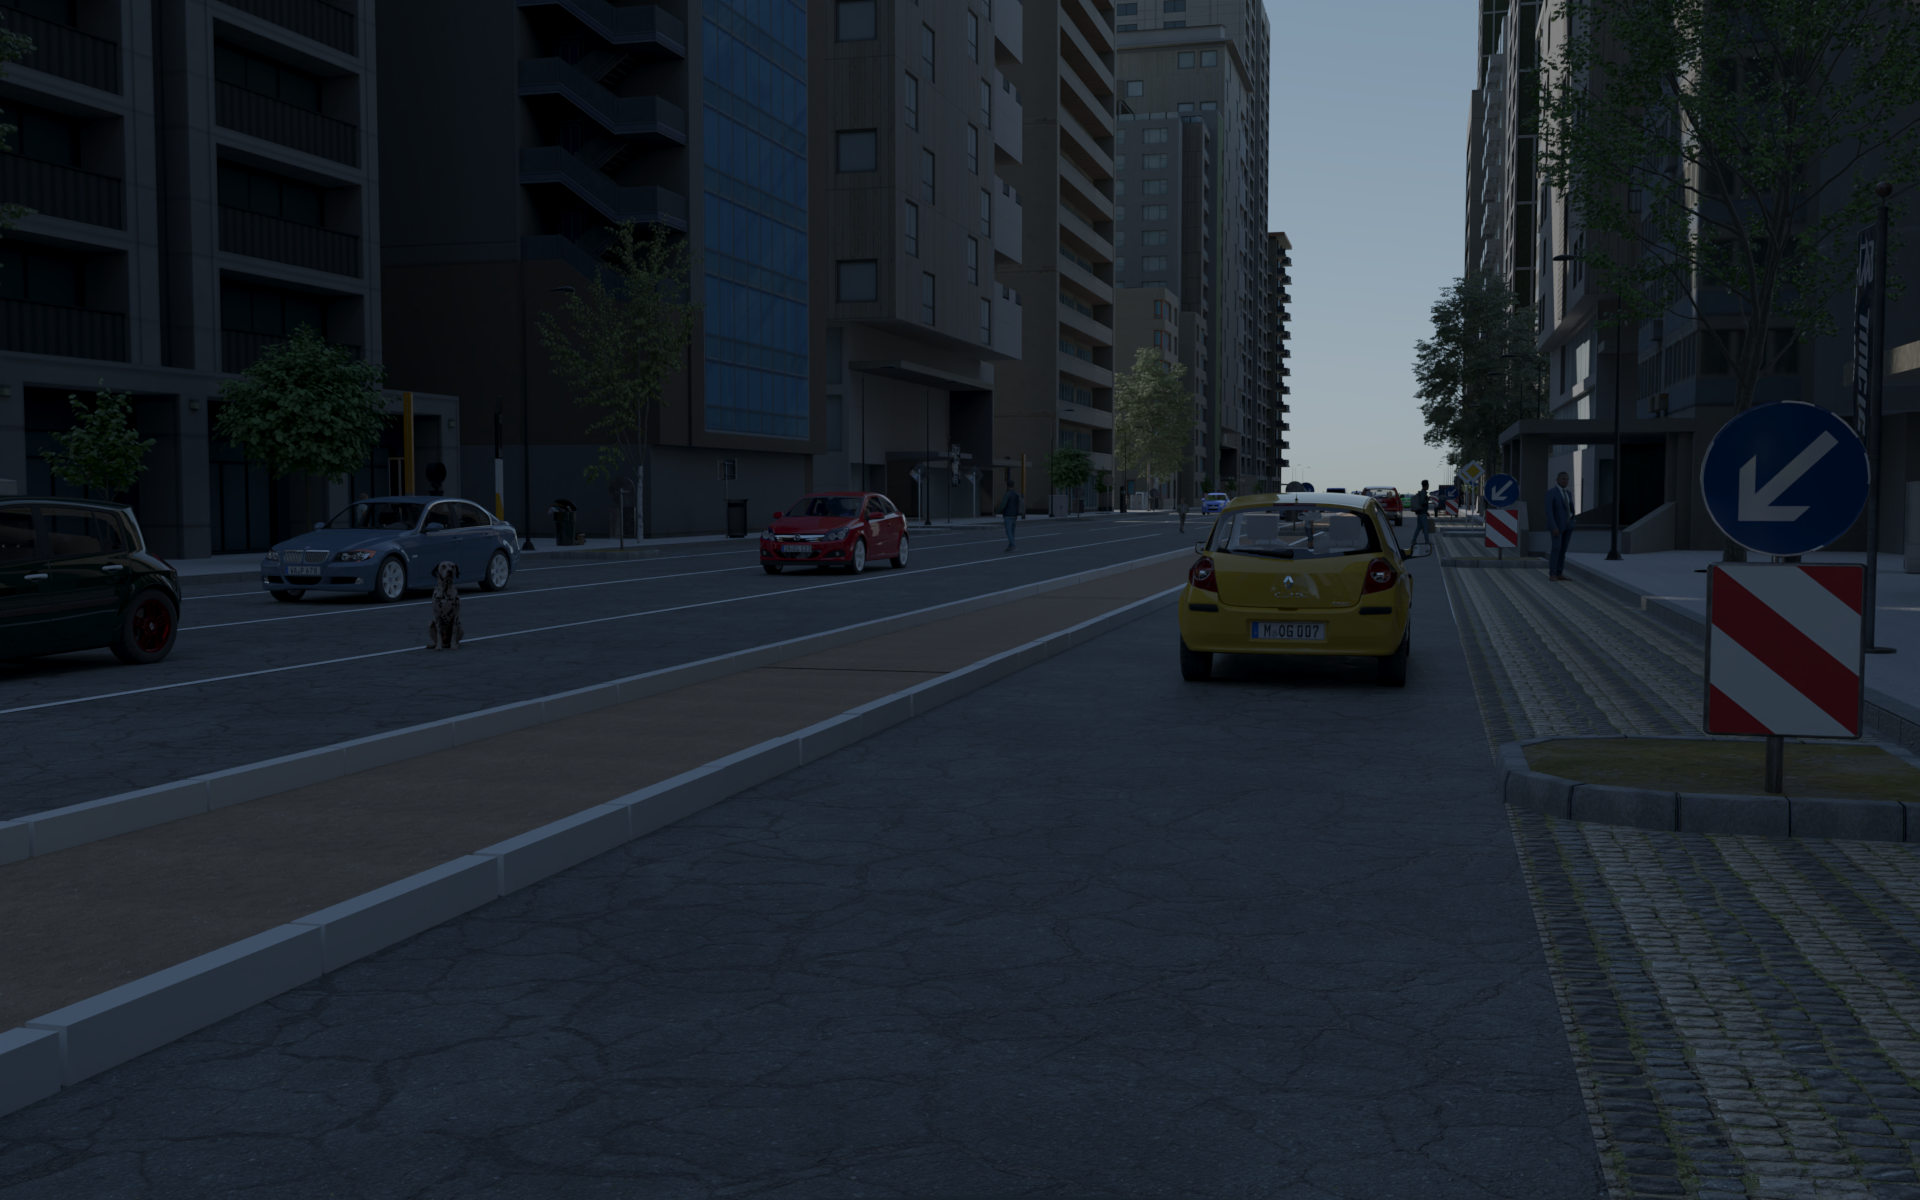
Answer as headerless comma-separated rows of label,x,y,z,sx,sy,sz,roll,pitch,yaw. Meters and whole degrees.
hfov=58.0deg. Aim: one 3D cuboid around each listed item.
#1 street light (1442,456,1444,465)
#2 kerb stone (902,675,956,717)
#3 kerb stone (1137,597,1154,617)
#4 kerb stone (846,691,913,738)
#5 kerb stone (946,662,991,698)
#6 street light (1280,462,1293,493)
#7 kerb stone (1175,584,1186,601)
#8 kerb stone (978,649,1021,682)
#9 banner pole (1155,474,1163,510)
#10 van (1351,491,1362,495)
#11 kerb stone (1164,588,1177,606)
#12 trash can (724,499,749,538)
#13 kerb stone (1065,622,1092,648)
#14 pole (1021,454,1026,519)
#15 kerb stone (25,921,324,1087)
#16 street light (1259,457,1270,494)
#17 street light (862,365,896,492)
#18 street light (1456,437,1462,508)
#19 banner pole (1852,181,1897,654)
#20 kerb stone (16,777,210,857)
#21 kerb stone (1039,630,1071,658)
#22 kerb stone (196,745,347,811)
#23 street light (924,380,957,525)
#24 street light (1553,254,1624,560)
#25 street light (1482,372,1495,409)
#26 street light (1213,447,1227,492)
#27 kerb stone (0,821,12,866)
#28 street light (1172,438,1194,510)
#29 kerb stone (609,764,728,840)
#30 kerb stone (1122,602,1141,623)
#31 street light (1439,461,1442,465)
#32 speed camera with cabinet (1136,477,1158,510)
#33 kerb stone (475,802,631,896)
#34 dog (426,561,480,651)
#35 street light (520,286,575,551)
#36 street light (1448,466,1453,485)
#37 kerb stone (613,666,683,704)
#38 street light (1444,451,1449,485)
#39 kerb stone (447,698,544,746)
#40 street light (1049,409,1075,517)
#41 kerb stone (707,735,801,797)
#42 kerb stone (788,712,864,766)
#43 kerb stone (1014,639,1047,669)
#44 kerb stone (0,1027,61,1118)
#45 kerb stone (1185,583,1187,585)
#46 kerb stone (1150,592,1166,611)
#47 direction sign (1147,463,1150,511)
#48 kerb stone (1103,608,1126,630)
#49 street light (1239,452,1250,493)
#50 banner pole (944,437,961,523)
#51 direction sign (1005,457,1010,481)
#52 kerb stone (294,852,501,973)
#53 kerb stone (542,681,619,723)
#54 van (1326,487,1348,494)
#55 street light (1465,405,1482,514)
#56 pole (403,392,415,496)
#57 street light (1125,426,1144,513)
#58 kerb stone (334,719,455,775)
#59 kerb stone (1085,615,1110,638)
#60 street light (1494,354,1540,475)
street light,53.371,-13.188,188.158,1.470,5.913,1.316,1,4,15
kerb stone,-0.233,0.647,11.615,0.120,0.150,1.000,1,4,15
kerb stone,2.139,0.102,20.535,0.120,0.150,1.000,1,4,15
kerb stone,-0.505,0.708,10.621,0.120,0.150,1.000,1,4,15
kerb stone,0.028,0.591,12.604,0.120,0.150,1.000,1,4,15
street light,46.706,-16.931,249.359,1.470,5.913,1.316,1,4,15
kerb stone,2.931,-0.078,23.502,0.120,0.150,1.000,1,4,15
kerb stone,0.287,0.526,13.592,0.120,0.150,1.000,1,4,15
banner pole,16.465,-9.397,143.660,0.401,3.779,0.863,-2,4,-33
van,48.582,-12.551,212.223,2.013,2.044,4.112,1,4,14
kerb stone,2.665,-0.020,22.515,0.120,0.150,1.000,1,4,15
trash can,-6.521,-2.381,50.575,0.748,1.137,0.748,0,3,0
kerb stone,1.090,0.348,16.573,0.120,0.150,1.000,1,4,15
pole,3.210,-5.736,87.626,0.158,3.312,0.155,0,3,0
kerb stone,-2.085,1.072,4.681,0.120,0.150,1.000,1,4,15
street light,38.086,-14.960,217.128,1.470,5.913,1.316,1,4,15
street light,-2.992,-5.514,62.690,1.470,5.913,1.316,1,4,15
street light,33.596,-8.649,113.947,1.470,5.913,1.316,1,4,15
banner pole,7.444,-1.480,14.208,0.401,3.779,0.863,1,4,11
kerb stone,-3.558,0.913,7.287,0.120,0.150,1.000,1,4,15
kerb stone,0.819,0.404,15.587,0.120,0.150,1.000,1,4,15
kerb stone,-3.297,0.851,8.275,0.120,0.150,1.000,1,4,15
street light,-0.797,-6.007,70.758,1.470,5.913,1.316,1,4,15
street light,12.183,-3.735,33.610,1.470,5.913,1.316,1,4,15
street light,20.776,-5.715,65.989,1.470,5.913,1.316,1,4,15
street light,25.439,-12.066,169.823,1.470,5.913,1.316,1,4,15
kerb stone,-3.824,0.972,6.300,0.120,0.150,1.000,1,4,15
street light,18.180,-10.378,142.222,1.470,5.913,1.316,1,4,15
kerb stone,-1.289,0.889,7.654,0.120,0.150,1.000,1,4,15
kerb stone,1.879,0.162,19.546,0.120,0.150,1.000,1,4,15
street light,59.690,-14.634,211.812,1.470,5.913,1.316,1,4,15
speed camera with cabinet,15.215,-8.978,141.132,0.660,3.252,2.038,-3,5,-39
kerb stone,-1.554,0.950,6.667,0.120,0.150,1.000,1,4,15
dog,-4.692,0.044,16.122,0.513,0.831,0.800,1,4,21
street light,-9.292,-4.067,39.031,1.470,5.913,1.316,1,4,15
street light,40.709,-10.285,140.706,1.470,5.913,1.316,1,4,15
kerb stone,-2.239,0.609,12.231,0.120,0.150,1.000,1,4,15
street light,47.015,-11.742,164.514,1.470,5.913,1.316,1,4,15
kerb stone,-2.776,0.730,10.253,0.120,0.150,1.000,1,4,15
street light,5.573,-7.483,94.888,1.470,5.913,1.316,1,4,15
kerb stone,-1.035,0.829,8.644,0.120,0.150,1.000,1,4,15
kerb stone,-0.763,0.774,9.633,0.120,0.150,1.000,1,4,15
kerb stone,0.551,0.470,14.596,0.120,0.150,1.000,1,4,15
kerb stone,-2.344,1.137,3.685,0.120,0.150,1.000,1,4,15
kerb stone,3.189,-0.140,24.491,0.120,0.150,1.000,1,4,15
kerb stone,2.403,0.041,21.523,0.120,0.150,1.000,1,4,15
direction sign,13.994,-8.348,128.482,0.379,3.537,0.876,0,4,-6
kerb stone,1.613,0.223,18.554,0.120,0.150,1.000,1,4,15
street light,31.735,-13.513,193.483,1.470,5.913,1.316,1,4,15
banner pole,-0.308,-5.268,76.143,0.863,3.779,0.401,2,4,34
direction sign,2.871,-6.896,104.748,0.379,3.537,0.876,1,4,22
kerb stone,-1.824,1.013,5.669,0.120,0.150,1.000,1,4,15
kerb stone,-2.507,0.674,11.240,0.120,0.150,1.000,1,4,15
van,34.451,-9.425,158.490,2.240,2.365,5.245,1,4,15
street light,27.268,-7.193,90.144,1.470,5.913,1.316,1,4,15
pole,-11.071,-2.507,34.834,0.158,3.312,0.155,0,3,0
street light,11.862,-8.931,118.568,1.470,5.913,1.316,1,4,15
kerb stone,-3.040,0.791,9.265,0.120,0.150,1.000,1,4,15
kerb stone,1.345,0.287,17.563,0.120,0.150,1.000,1,4,15
street light,18.609,-5.194,57.464,1.470,5.913,1.316,1,4,15
